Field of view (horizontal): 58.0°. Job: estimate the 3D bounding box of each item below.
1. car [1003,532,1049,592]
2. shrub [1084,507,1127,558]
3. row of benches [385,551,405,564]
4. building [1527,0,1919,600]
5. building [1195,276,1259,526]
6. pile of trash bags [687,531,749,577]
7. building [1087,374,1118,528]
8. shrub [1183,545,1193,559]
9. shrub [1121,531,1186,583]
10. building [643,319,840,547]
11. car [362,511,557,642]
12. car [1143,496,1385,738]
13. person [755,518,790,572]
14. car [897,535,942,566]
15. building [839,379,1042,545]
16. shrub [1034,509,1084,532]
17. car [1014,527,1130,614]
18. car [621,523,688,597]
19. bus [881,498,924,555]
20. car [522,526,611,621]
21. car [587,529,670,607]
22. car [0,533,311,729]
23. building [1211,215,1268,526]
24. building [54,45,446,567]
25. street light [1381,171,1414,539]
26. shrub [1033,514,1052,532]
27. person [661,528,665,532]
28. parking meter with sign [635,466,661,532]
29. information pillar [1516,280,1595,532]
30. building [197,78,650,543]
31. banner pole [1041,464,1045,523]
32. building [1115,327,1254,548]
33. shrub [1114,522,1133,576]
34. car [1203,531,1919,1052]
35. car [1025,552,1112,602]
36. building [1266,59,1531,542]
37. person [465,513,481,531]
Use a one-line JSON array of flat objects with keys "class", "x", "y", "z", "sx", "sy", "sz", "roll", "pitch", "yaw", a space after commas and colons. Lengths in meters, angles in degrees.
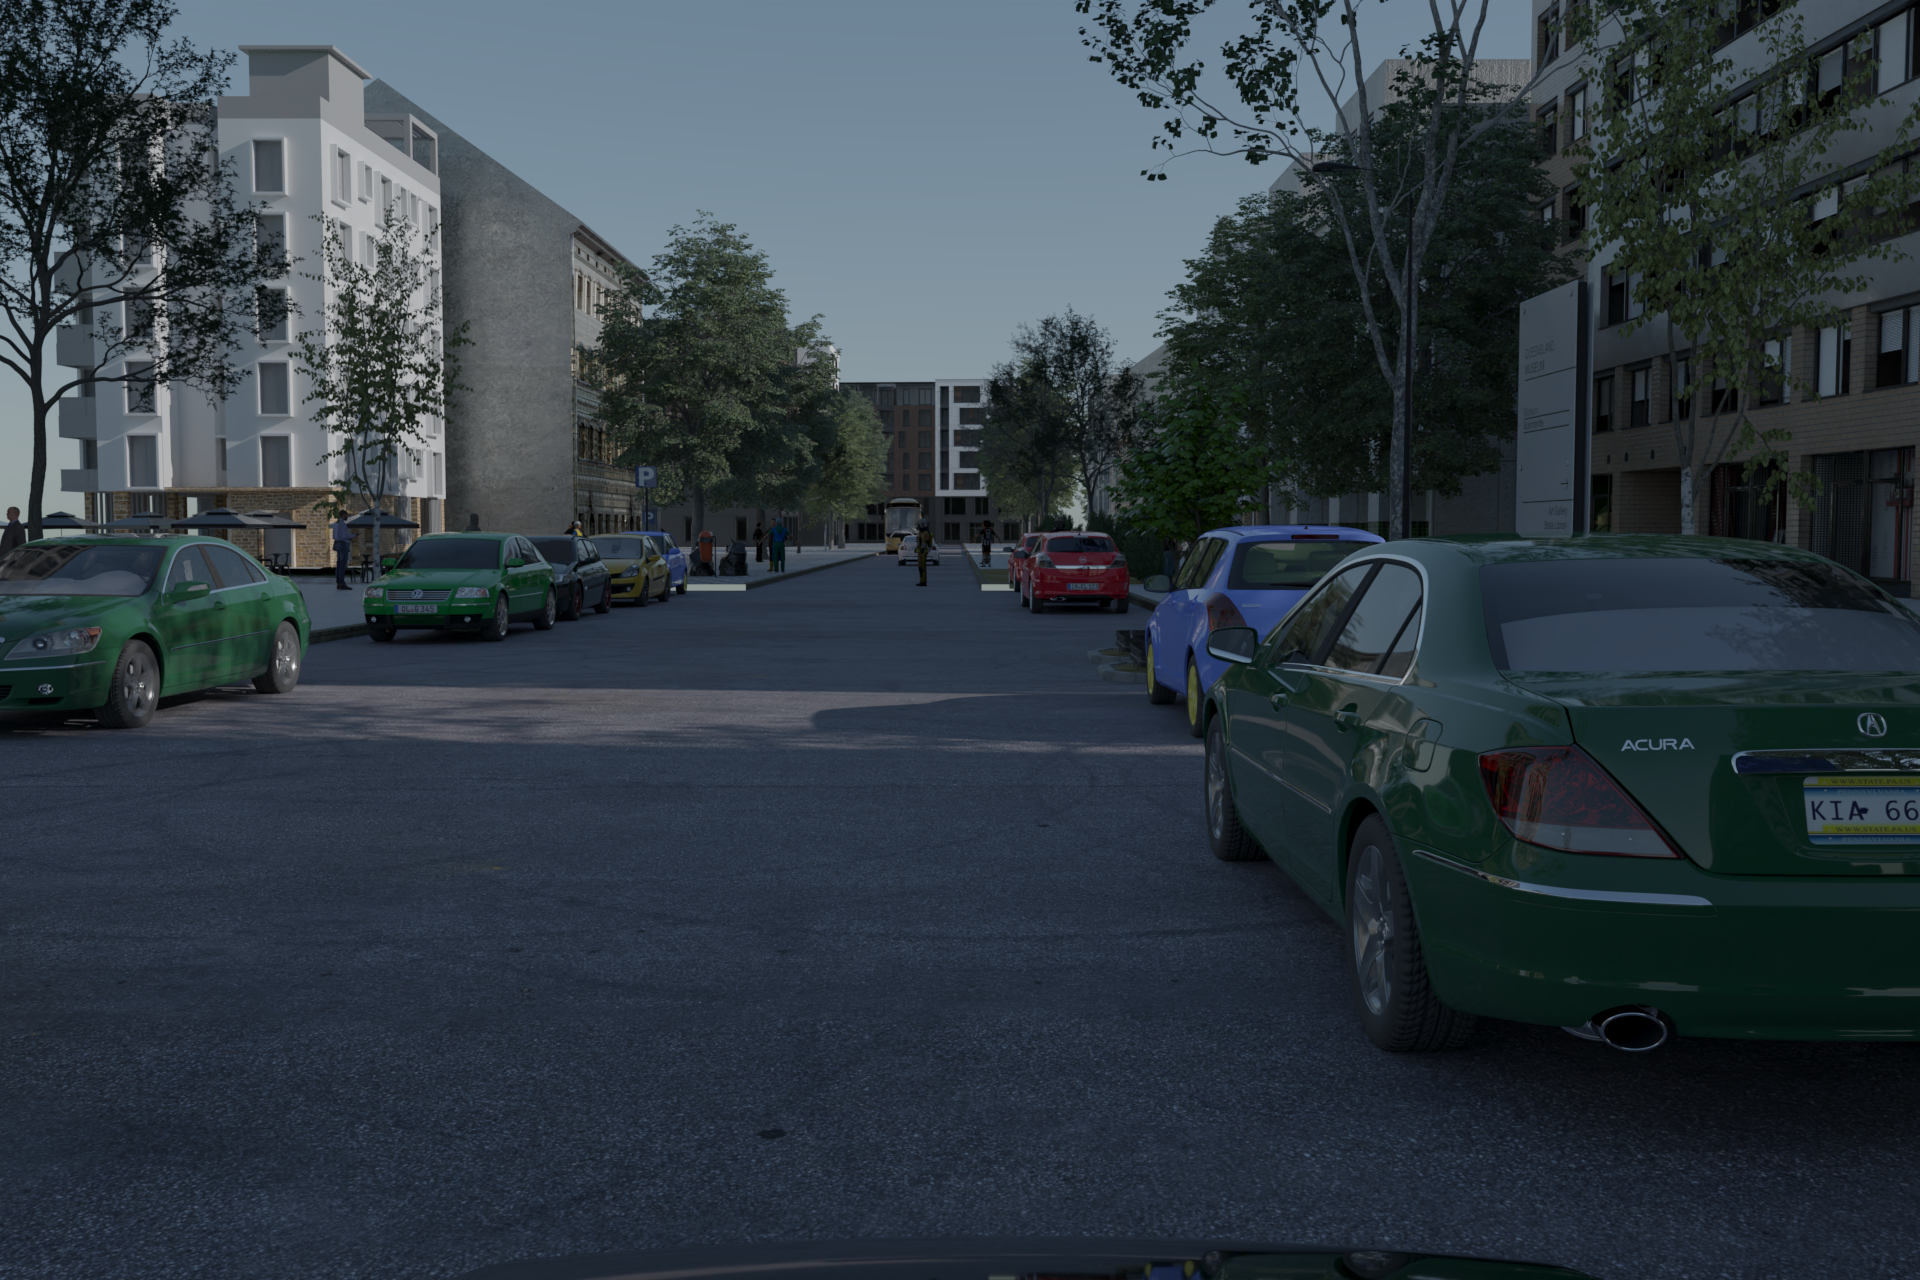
[{"class": "car", "x": 2.190, "y": -2.150, "z": 44.189, "sx": 2.155, "sy": 1.783, "sz": 4.494, "roll": 0, "pitch": 4, "yaw": -1}, {"class": "shrub", "x": 3.880, "y": -2.674, "z": 48.145, "sx": 1.690, "sy": 2.028, "sz": 1.600, "roll": 0, "pitch": 3, "yaw": 0}, {"class": "row of benches", "x": -18.985, "y": -2.949, "z": 63.678, "sx": 4.104, "sy": 0.672, "sz": 1.422, "roll": 0, "pitch": 4, "yaw": -2}, {"class": "building", "x": 28.332, "y": -13.826, "z": 32.631, "sx": 21.656, "sy": 26.213, "sz": 47.522, "roll": 0, "pitch": 4, "yaw": 0}, {"class": "building", "x": 22.501, "y": -16.579, "z": 127.491, "sx": 16.016, "sy": 20.090, "sz": 11.380, "roll": 0, "pitch": 4, "yaw": 0}, {"class": "pile of trash bags", "x": -7.467, "y": -2.628, "z": 52.724, "sx": 1.912, "sy": 1.369, "sz": 3.447, "roll": 0, "pitch": 4, "yaw": 1}, {"class": "building", "x": 24.300, "y": -20.404, "z": 200.056, "sx": 16.747, "sy": 18.905, "sz": 31.486, "roll": 0, "pitch": 3, "yaw": 0}, {"class": "shrub", "x": 8.478, "y": -3.126, "z": 62.231, "sx": 1.383, "sy": 1.207, "sz": 1.383, "roll": 0, "pitch": 3, "yaw": 0}, {"class": "shrub", "x": 5.036, "y": -2.483, "z": 45.014, "sx": 1.690, "sy": 2.028, "sz": 1.600, "roll": 0, "pitch": 3, "yaw": 0}, {"class": "building", "x": -27.660, "y": -20.629, "z": 181.251, "sx": 27.936, "sy": 21.610, "sz": 32.646, "roll": 0, "pitch": 4, "yaw": 0}, {"class": "car", "x": -6.977, "y": -0.960, "z": 24.490, "sx": 1.959, "sy": 1.807, "sz": 4.718, "roll": 0, "pitch": 4, "yaw": 0}, {"class": "car", "x": 2.442, "y": -0.239, "z": 13.496, "sx": 1.945, "sy": 1.707, "sz": 3.694, "roll": 0, "pitch": 4, "yaw": -1}, {"class": "person", "x": -6.348, "y": -3.233, "z": 58.995, "sx": 1.346, "sy": 1.812, "sz": 0.704, "roll": 2, "pitch": 4, "yaw": 24}, {"class": "car", "x": -1.879, "y": -4.121, "z": 79.739, "sx": 2.083, "sy": 1.381, "sz": 4.827, "roll": 0, "pitch": 4, "yaw": 0}, {"class": "building", "x": -4.529, "y": -24.135, "z": 241.036, "sx": 32.646, "sy": 21.610, "sz": 27.936, "roll": 0, "pitch": 4, "yaw": 4}, {"class": "shrub", "x": 3.039, "y": -2.987, "z": 52.872, "sx": 1.661, "sy": 2.075, "sz": 1.752, "roll": 0, "pitch": 3, "yaw": 0}, {"class": "car", "x": 2.116, "y": -1.449, "z": 32.734, "sx": 2.155, "sy": 1.783, "sz": 4.494, "roll": 0, "pitch": 4, "yaw": -1}, {"class": "car", "x": -7.355, "y": -1.855, "z": 39.921, "sx": 1.945, "sy": 1.707, "sz": 3.694, "roll": 0, "pitch": 4, "yaw": 0}, {"class": "bus", "x": -3.912, "y": -8.057, "z": 123.280, "sx": 2.896, "sy": 3.916, "sz": 12.252, "roll": 0, "pitch": 4, "yaw": 0}, {"class": "car", "x": -7.178, "y": -1.228, "z": 29.864, "sx": 2.009, "sy": 1.686, "sz": 4.222, "roll": 0, "pitch": 4, "yaw": 0}, {"class": "car", "x": -7.011, "y": -1.531, "z": 35.255, "sx": 2.015, "sy": 1.641, "sz": 3.980, "roll": 0, "pitch": 3, "yaw": 0}, {"class": "car", "x": -6.968, "y": -0.151, "z": 14.260, "sx": 2.131, "sy": 1.459, "sz": 4.920, "roll": 0, "pitch": 3, "yaw": 0}, {"class": "building", "x": 20.252, "y": -15.141, "z": 103.970, "sx": 16.016, "sy": 20.090, "sz": 11.380, "roll": 0, "pitch": 4, "yaw": 0}, {"class": "building", "x": -29.278, "y": -12.973, "z": 68.522, "sx": 16.016, "sy": 20.090, "sz": 11.380, "roll": 0, "pitch": 4, "yaw": 0}, {"class": "street light", "x": 6.170, "y": -3.010, "z": 21.753, "sx": 1.470, "sy": 5.913, "sz": 1.316, "roll": 0, "pitch": 3, "yaw": 0}, {"class": "shrub", "x": 3.109, "y": -3.402, "z": 60.045, "sx": 1.690, "sy": 2.028, "sz": 1.600, "roll": 0, "pitch": 3, "yaw": 0}, {"class": "person", "x": -8.706, "y": -2.612, "z": 49.433, "sx": 1.216, "sy": 1.740, "sz": 0.721, "roll": -2, "pitch": 4, "yaw": -35}, {"class": "parking meter with sign", "x": -8.055, "y": -3.001, "z": 45.327, "sx": 0.543, "sy": 3.016, "sz": 1.738, "roll": 0, "pitch": 4, "yaw": -1}, {"class": "information pillar", "x": 5.771, "y": -1.564, "z": 16.889, "sx": 0.184, "sy": 3.620, "sz": 1.656, "roll": 0, "pitch": 3, "yaw": 0}, {"class": "building", "x": -27.982, "y": -16.036, "z": 93.110, "sx": 19.493, "sy": 23.208, "sz": 18.063, "roll": 0, "pitch": 4, "yaw": 0}, {"class": "banner pole", "x": 2.969, "y": -4.402, "z": 61.991, "sx": 0.401, "sy": 3.779, "sz": 0.863, "roll": 0, "pitch": 3, "yaw": 0}, {"class": "building", "x": 25.182, "y": -20.613, "z": 167.956, "sx": 19.493, "sy": 23.208, "sz": 18.063, "roll": 0, "pitch": 3, "yaw": 0}, {"class": "shrub", "x": 5.154, "y": -2.963, "z": 52.481, "sx": 1.661, "sy": 2.075, "sz": 1.752, "roll": 0, "pitch": 3, "yaw": 0}, {"class": "car", "x": 2.039, "y": 0.341, "z": 6.228, "sx": 2.131, "sy": 1.459, "sz": 4.920, "roll": 0, "pitch": 4, "yaw": -1}, {"class": "car", "x": 2.329, "y": -1.709, "z": 37.729, "sx": 2.009, "sy": 1.686, "sz": 4.222, "roll": 0, "pitch": 4, "yaw": -1}, {"class": "building", "x": 24.155, "y": -12.652, "z": 73.325, "sx": 16.747, "sy": 18.905, "sz": 31.486, "roll": 0, "pitch": 3, "yaw": 0}, {"class": "person", "x": -12.370, "y": -2.330, "z": 44.228, "sx": 1.348, "sy": 1.813, "sz": 0.705, "roll": 3, "pitch": 5, "yaw": 42}]
